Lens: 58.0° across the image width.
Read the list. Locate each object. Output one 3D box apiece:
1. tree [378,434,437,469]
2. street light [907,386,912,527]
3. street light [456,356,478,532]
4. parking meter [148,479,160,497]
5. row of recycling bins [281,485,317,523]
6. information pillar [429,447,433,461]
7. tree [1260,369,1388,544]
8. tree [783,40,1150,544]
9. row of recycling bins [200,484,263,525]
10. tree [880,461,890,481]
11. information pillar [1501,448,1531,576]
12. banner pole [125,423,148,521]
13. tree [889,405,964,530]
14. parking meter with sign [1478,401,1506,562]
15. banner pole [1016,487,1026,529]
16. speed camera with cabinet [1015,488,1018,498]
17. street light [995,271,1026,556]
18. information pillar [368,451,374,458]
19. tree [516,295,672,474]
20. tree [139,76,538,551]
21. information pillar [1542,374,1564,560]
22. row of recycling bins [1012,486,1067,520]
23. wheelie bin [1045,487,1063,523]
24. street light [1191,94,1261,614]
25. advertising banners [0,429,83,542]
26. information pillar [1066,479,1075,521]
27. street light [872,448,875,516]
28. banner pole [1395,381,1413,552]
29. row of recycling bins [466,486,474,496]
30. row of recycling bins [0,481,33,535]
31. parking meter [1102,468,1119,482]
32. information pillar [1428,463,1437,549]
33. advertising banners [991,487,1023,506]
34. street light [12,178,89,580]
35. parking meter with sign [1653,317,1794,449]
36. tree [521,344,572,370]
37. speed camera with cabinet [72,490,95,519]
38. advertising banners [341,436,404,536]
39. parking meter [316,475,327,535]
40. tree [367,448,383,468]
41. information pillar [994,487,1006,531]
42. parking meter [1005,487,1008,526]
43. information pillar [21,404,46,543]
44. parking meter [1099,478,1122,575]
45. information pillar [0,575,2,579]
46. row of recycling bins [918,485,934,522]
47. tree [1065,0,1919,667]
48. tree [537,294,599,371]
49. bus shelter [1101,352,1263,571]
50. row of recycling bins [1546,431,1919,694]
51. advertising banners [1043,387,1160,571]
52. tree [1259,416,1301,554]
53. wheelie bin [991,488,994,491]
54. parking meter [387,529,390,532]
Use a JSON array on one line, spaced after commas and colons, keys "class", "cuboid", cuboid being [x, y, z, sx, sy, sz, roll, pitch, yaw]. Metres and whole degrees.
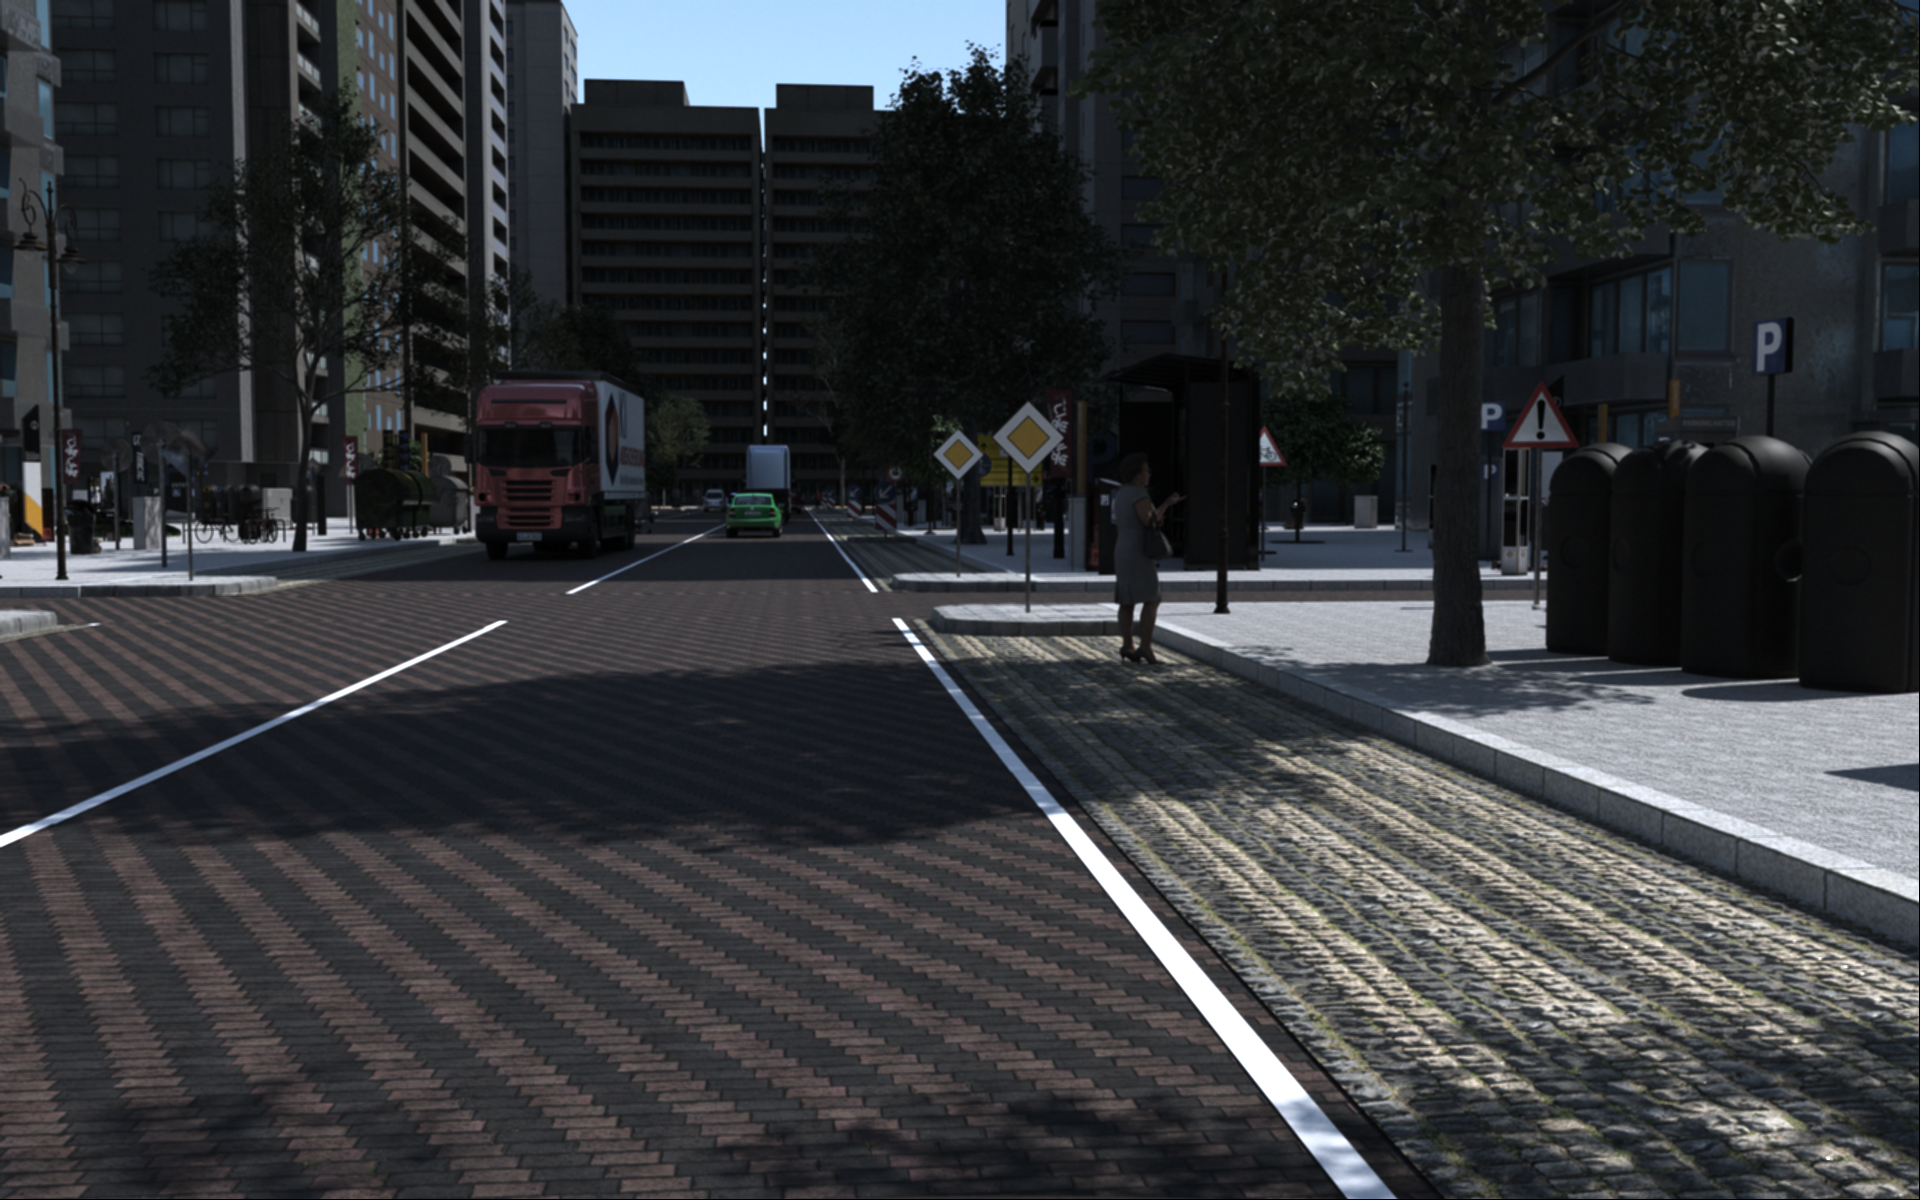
[{"class": "tree", "cuboid": [-28.834, -6.505, 90.073, 4.285, 4.588, 4.351, 0, 3, 0]}, {"class": "street light", "cuboid": [-1.992, -5.843, 68.318, 0.468, 5.910, 1.993, 0, 4, -5]}, {"class": "street light", "cuboid": [-16.499, -5.215, 58.053, 0.468, 5.910, 1.993, 0, 4, -5]}, {"class": "parking meter", "cuboid": [-32.083, -3.871, 69.008, 0.255, 1.863, 0.399, 3, 5, 41]}, {"class": "row of recycling bins", "cuboid": [-29.629, -4.301, 77.437, 1.069, 1.692, 3.534, -2, 4, -35]}, {"class": "information pillar", "cuboid": [-26.342, -5.807, 86.305, 0.183, 3.616, 0.504, -2, 4, -26]}, {"class": "tree", "cuboid": [8.813, -3.776, 45.456, 4.285, 4.588, 4.351, 0, 3, 0]}, {"class": "tree", "cuboid": [0.267, -7.789, 44.350, 9.611, 12.733, 9.660, 0, 3, 0]}, {"class": "row of recycling bins", "cuboid": [-30.542, -4.008, 72.644, 3.534, 1.692, 1.069, 2, 4, 32]}, {"class": "tree", "cuboid": [-3.939, -8.858, 95.182, 4.360, 8.622, 3.978, 0, 3, 0]}, {"class": "information pillar", "cuboid": [8.756, -1.395, 27.297, 0.304, 2.012, 0.304, -3, 5, -41]}, {"class": "banner pole", "cuboid": [-28.966, -4.333, 60.859, 0.863, 3.779, 0.401, -2, 4, -32]}, {"class": "tree", "cuboid": [-0.863, -4.792, 62.058, 4.285, 4.588, 4.351, 0, 3, 0]}, {"class": "parking meter with sign", "cuboid": [10.297, -2.278, 33.512, 0.543, 3.016, 1.738, 1, 4, 20]}, {"class": "banner pole", "cuboid": [2.361, -4.502, 63.632, 0.401, 3.779, 0.863, 2, 4, 30]}, {"class": "speed camera with cabinet", "cuboid": [3.860, -6.087, 93.864, 2.038, 3.252, 0.660, 3, 5, 43]}, {"class": "street light", "cuboid": [1.047, -3.867, 36.017, 0.468, 5.910, 1.993, 0, 4, -5]}, {"class": "information pillar", "cuboid": [-32.125, -6.297, 94.303, 0.504, 3.616, 0.183, -1, 4, -10]}, {"class": "tree", "cuboid": [-21.375, -11.203, 100.177, 9.611, 12.733, 9.660, 0, 3, 0]}, {"class": "tree", "cuboid": [-14.439, -6.360, 38.398, 7.601, 10.594, 8.767, 0, 4, 2]}, {"class": "information pillar", "cuboid": [11.545, -2.601, 33.883, 0.504, 3.616, 0.183, 1, 4, 12]}, {"class": "row of recycling bins", "cuboid": [3.555, -4.816, 85.852, 3.534, 1.692, 1.069, 2, 4, 32]}, {"class": "wheelie bin", "cuboid": [4.191, -4.272, 77.756, 0.980, 1.594, 0.693, 3, 5, 43]}, {"class": "street light", "cuboid": [2.819, -2.794, 18.464, 0.468, 5.910, 1.993, 0, 4, -5]}, {"class": "advertising banners", "cuboid": [-24.592, -3.070, 46.380, 2.074, 3.025, 0.090, -1, 4, -20]}, {"class": "information pillar", "cuboid": [5.326, -4.816, 83.241, 0.304, 2.012, 0.304, 3, 5, 42]}, {"class": "street light", "cuboid": [-5.071, -7.856, 101.234, 0.468, 5.910, 1.993, 0, 4, -5]}, {"class": "banner pole", "cuboid": [9.956, -2.985, 38.816, 0.401, 3.779, 0.863, 1, 4, 10]}, {"class": "row of recycling bins", "cuboid": [-21.137, -4.390, 78.887, 3.534, 1.692, 1.069, -2, 4, -33]}, {"class": "row of recycling bins", "cuboid": [-30.288, -2.855, 53.791, 1.069, 1.692, 3.534, 1, 4, 19]}, {"class": "parking meter", "cuboid": [3.384, -2.028, 38.865, 0.255, 1.863, 0.399, -2, 4, -34]}, {"class": "information pillar", "cuboid": [11.231, -2.216, 40.718, 0.304, 2.012, 0.304, -3, 4, -39]}, {"class": "advertising banners", "cuboid": [2.161, -5.206, 81.298, 2.074, 3.025, 0.090, 2, 4, 28]}, {"class": "street light", "cuboid": [-13.445, -3.239, 25.753, 0.468, 5.910, 1.993, 0, 4, -5]}, {"class": "parking meter with sign", "cuboid": [7.283, -1.282, 17.214, 1.738, 3.016, 0.543, -1, 4, -9]}, {"class": "tree", "cuboid": [-19.341, -8.171, 83.962, 4.360, 8.622, 3.978, 0, 3, 0]}, {"class": "speed camera with cabinet", "cuboid": [-38.237, -4.903, 74.507, 2.038, 3.252, 0.660, -2, 4, -28]}, {"class": "advertising banners", "cuboid": [-17.792, -3.449, 52.583, 0.090, 3.025, 2.074, 3, 5, 42]}, {"class": "parking meter", "cuboid": [-19.875, -2.948, 53.916, 0.255, 1.863, 0.399, -1, 4, -19]}, {"class": "tree", "cuboid": [-24.693, -4.790, 72.910, 1.663, 3.219, 1.824, 0, 3, 0]}, {"class": "information pillar", "cuboid": [1.377, -3.400, 60.075, 0.304, 2.012, 0.304, 2, 4, 34]}, {"class": "parking meter", "cuboid": [1.801, -3.907, 69.593, 0.255, 1.863, 0.399, 2, 4, 35]}, {"class": "information pillar", "cuboid": [-24.070, -3.277, 44.940, 0.183, 3.616, 0.504, 1, 4, 22]}, {"class": "parking meter", "cuboid": [2.393, -1.170, 27.535, 0.372, 1.533, 0.369, 0, 3, 0]}, {"class": "information pillar", "cuboid": [-14.739, -2.138, 26.305, 0.183, 3.616, 0.504, -2, 4, -34]}, {"class": "row of recycling bins", "cuboid": [-1.866, -4.441, 79.720, 1.069, 1.692, 3.534, 1, 4, 9]}, {"class": "tree", "cuboid": [3.867, -5.758, 12.267, 7.486, 12.596, 7.792, 0, 3, 0]}, {"class": "tree", "cuboid": [-17.625, -8.143, 67.558, 8.767, 10.594, 7.601, 2, 4, 25]}, {"class": "bus shelter", "cuboid": [3.977, -2.487, 31.953, 1.731, 3.624, 6.357, 0, 4, -5]}, {"class": "row of recycling bins", "cuboid": [5.577, -0.344, 12.744, 1.069, 1.692, 3.534, -1, 4, -17]}, {"class": "advertising banners", "cuboid": [2.354, -1.994, 28.789, 2.074, 3.025, 0.090, -1, 4, -18]}, {"class": "tree", "cuboid": [6.202, -2.600, 37.108, 1.663, 3.219, 1.824, 0, 3, 0]}, {"class": "wheelie bin", "cuboid": [1.946, -5.397, 96.149, 0.980, 1.594, 0.693, -2, 4, -23]}, {"class": "parking meter", "cuboid": [-18.994, -3.032, 57.989, 0.372, 1.533, 0.369, 0, 3, 0]}]
